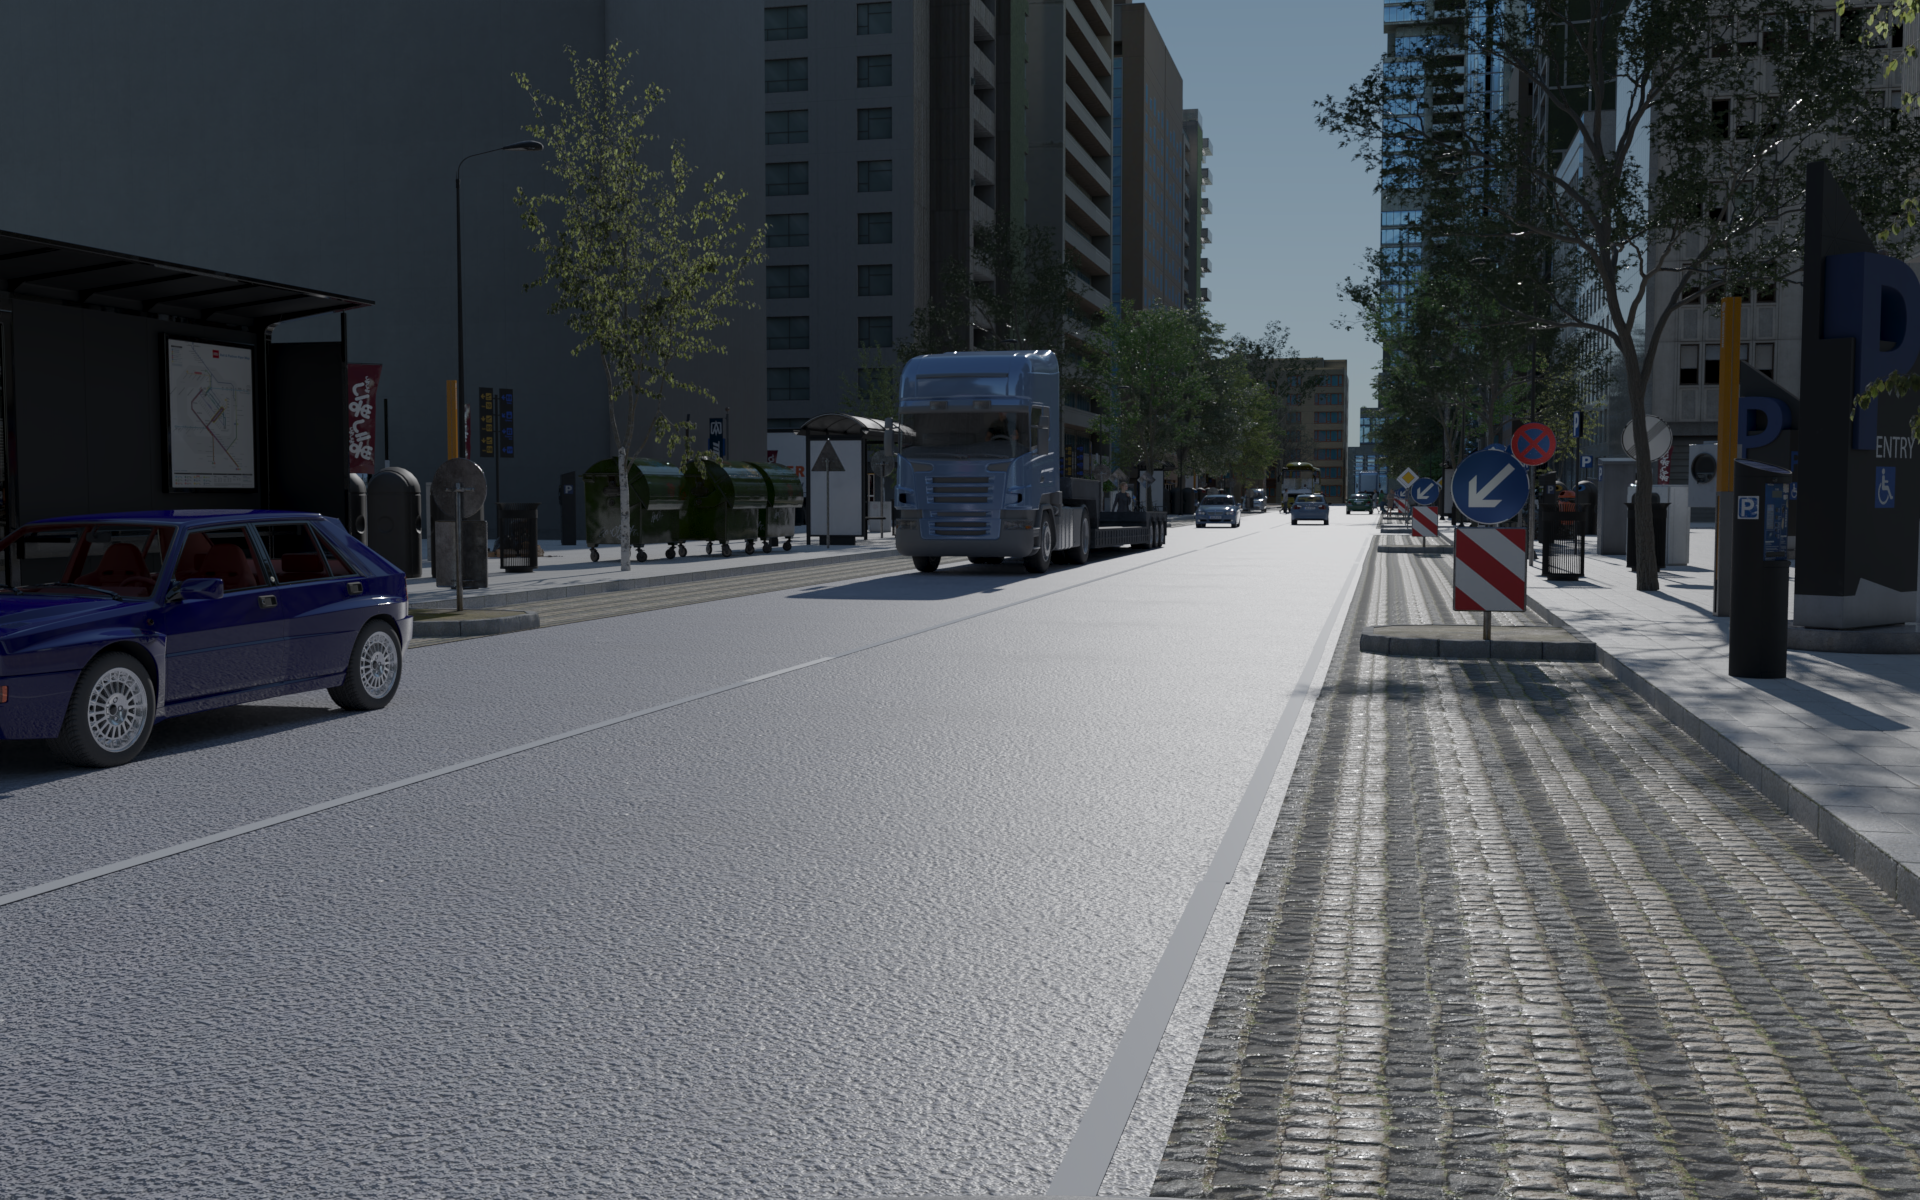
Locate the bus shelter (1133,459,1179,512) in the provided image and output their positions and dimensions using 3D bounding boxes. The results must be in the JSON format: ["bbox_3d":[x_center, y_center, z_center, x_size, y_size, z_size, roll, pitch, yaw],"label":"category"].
[{"bbox_3d":[11.632,-6.654,102.712,2.014,3.302,5.546,1,4,14],"label":"bus shelter"}]

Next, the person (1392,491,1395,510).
[{"bbox_3d":[38.112,-8.741,152.349,0.436,1.711,0.756,1,4,19],"label":"person"}]

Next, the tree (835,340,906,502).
[{"bbox_3d":[-3.777,-8.049,81.963,4.737,8.622,4.395,0,3,0],"label":"tree"}]

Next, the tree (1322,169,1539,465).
[{"bbox_3d":[28.524,-15.143,103.479,12.611,20.169,13.585,0,3,0],"label":"tree"}]

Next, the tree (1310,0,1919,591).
[{"bbox_3d":[9.184,-5.423,23.073,8.767,10.594,7.601,0,4,1],"label":"tree"}]

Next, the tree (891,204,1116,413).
[{"bbox_3d":[1.329,-7.488,56.836,8.767,10.594,7.601,2,4,27],"label":"tree"}]

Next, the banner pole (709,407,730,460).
[{"bbox_3d":[-6.894,-3.670,50.015,0.863,3.779,0.401,2,4,26],"label":"banner pole"}]

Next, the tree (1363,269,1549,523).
[{"bbox_3d":[22.231,-9.282,77.510,9.928,11.665,9.643,0,3,0],"label":"tree"}]

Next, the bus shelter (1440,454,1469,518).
[{"bbox_3d":[26.063,-5.887,90.176,2.014,3.302,5.546,1,4,14],"label":"bus shelter"}]

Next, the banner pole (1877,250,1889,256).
[{"bbox_3d":[9.357,-1.715,18.058,0.401,3.779,0.863,-1,4,-20],"label":"banner pole"}]

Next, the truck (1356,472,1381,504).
[{"bbox_3d":[48.482,-13.204,205.636,2.967,4.110,18.799,1,4,13],"label":"truck"}]

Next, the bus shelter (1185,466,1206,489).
[{"bbox_3d":[16.989,-8.136,126.952,2.014,3.302,5.546,1,4,14],"label":"bus shelter"}]

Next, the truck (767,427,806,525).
[{"bbox_3d":[-9.937,-5.264,74.972,11.283,4.237,2.839,1,4,16],"label":"truck"}]

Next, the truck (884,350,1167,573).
[{"bbox_3d":[2.148,-2.969,38.310,2.967,4.110,18.799,1,4,14],"label":"truck"}]

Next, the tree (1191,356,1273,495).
[{"bbox_3d":[22.036,-13.760,143.103,7.486,12.596,7.792,0,3,0],"label":"tree"}]

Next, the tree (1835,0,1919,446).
[{"bbox_3d":[6.393,-3.598,9.194,4.360,8.622,3.978,0,3,0],"label":"tree"}]

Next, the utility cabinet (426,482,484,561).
[{"bbox_3d":[-9.477,-1.460,32.552,1.173,1.500,0.318,2,4,28],"label":"utility cabinet"}]

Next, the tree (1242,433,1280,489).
[{"bbox_3d":[28.551,-13.170,165.690,4.360,8.622,3.978,0,3,0],"label":"tree"}]

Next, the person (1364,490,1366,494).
[{"bbox_3d":[40.056,-9.943,171.054,0.705,1.826,1.348,-1,4,-18],"label":"person"}]

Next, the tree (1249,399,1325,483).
[{"bbox_3d":[40.203,-18.706,216.205,12.009,13.543,11.850,0,3,0],"label":"tree"}]

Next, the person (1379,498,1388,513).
[{"bbox_3d":[31.223,-6.965,127.884,0.738,1.151,1.012,-3,5,-43],"label":"person"}]

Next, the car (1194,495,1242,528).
[{"bbox_3d":[11.195,-3.851,74.966,2.014,1.417,4.499,1,4,12],"label":"car"}]

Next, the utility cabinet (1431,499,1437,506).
[{"bbox_3d":[38.035,-7.864,139.736,1.020,1.237,0.306,1,4,22],"label":"utility cabinet"}]

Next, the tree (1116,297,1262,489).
[{"bbox_3d":[14.515,-12.558,111.985,9.857,13.997,8.962,0,3,0],"label":"tree"}]

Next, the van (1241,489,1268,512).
[{"bbox_3d":[22.769,-7.752,133.763,2.013,2.044,4.112,1,4,14],"label":"van"}]

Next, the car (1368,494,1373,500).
[{"bbox_3d":[42.735,-10.546,182.216,2.009,1.686,4.222,1,4,16],"label":"car"}]

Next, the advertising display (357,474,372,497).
[{"bbox_3d":[-15.438,-2.422,44.811,0.123,1.923,0.974,-3,5,-40],"label":"advertising display"}]

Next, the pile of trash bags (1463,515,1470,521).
[{"bbox_3d":[23.991,-4.307,80.168,1.912,1.369,3.447,0,3,0],"label":"pile of trash bags"}]

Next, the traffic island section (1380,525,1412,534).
[{"bbox_3d":[16.594,-2.559,64.128,2.009,0.180,2.903,1,4,14],"label":"traffic island section"}]

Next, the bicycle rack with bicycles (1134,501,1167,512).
[{"bbox_3d":[10.086,-4.991,94.980,2.852,0.926,2.925,-1,4,-21],"label":"bicycle rack with bicycles"}]

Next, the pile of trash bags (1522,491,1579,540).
[{"bbox_3d":[16.510,-2.379,48.647,1.912,1.369,3.447,0,4,-4],"label":"pile of trash bags"}]

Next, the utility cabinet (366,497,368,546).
[{"bbox_3d":[-13.621,-1.787,40.379,1.020,1.237,0.306,-2,4,-24],"label":"utility cabinet"}]

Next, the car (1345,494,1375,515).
[{"bbox_3d":[28.287,-6.774,122.560,2.131,1.459,4.920,1,4,14],"label":"car"}]

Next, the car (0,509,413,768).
[{"bbox_3d":[-4.976,0.132,10.427,1.945,1.354,3.894,1,4,13],"label":"car"}]

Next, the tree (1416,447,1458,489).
[{"bbox_3d":[33.620,-8.416,121.311,4.285,4.588,4.351,0,3,0],"label":"tree"}]

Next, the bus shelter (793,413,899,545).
[{"bbox_3d":[-2.539,-3.175,45.831,2.014,3.302,5.546,1,4,14],"label":"bus shelter"}]

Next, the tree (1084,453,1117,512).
[{"bbox_3d":[6.911,-5.376,82.497,1.663,3.219,1.824,0,3,0],"label":"tree"}]

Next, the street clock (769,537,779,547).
[{"bbox_3d":[-4.547,-2.301,42.184,0.471,2.002,0.358,-2,4,-30],"label":"street clock"}]

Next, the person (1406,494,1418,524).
[{"bbox_3d":[21.447,-4.467,81.886,0.721,1.781,0.623,-2,4,-30],"label":"person"}]

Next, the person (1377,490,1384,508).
[{"bbox_3d":[33.981,-8.003,139.603,0.600,1.795,0.529,-1,4,-18],"label":"person"}]

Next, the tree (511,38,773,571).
[{"bbox_3d":[-5.459,-4.779,28.499,4.360,8.622,3.978,0,3,0],"label":"tree"}]

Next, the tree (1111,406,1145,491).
[{"bbox_3d":[13.493,-11.729,142.126,4.737,8.622,4.395,0,3,0],"label":"tree"}]

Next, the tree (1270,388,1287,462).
[{"bbox_3d":[25.448,-14.068,155.774,9.928,11.665,9.643,0,3,0],"label":"tree"}]

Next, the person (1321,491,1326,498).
[{"bbox_3d":[37.314,-10.343,178.061,0.683,1.767,0.568,1,4,10],"label":"person"}]

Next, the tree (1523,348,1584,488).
[{"bbox_3d":[29.231,-8.194,84.330,4.360,8.622,3.978,0,3,0],"label":"tree"}]

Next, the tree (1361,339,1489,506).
[{"bbox_3d":[35.828,-13.865,133.344,9.857,13.997,8.962,0,3,0],"label":"tree"}]

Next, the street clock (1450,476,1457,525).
[{"bbox_3d":[20.303,-4.072,71.152,0.358,2.002,0.471,2,4,25],"label":"street clock"}]

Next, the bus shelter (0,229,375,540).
[{"bbox_3d":[-8.674,-1.657,18.374,1.731,3.624,6.357,1,4,14],"label":"bus shelter"}]

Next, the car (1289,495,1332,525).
[{"bbox_3d":[16.561,-4.272,81.848,2.014,1.417,4.499,1,4,13],"label":"car"}]

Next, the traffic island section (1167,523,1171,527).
[{"bbox_3d":[7.982,-3.192,74.474,2.009,0.180,2.903,1,4,14],"label":"traffic island section"}]

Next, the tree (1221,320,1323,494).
[{"bbox_3d":[34.067,-20.221,186.507,12.611,20.169,13.585,0,3,0],"label":"tree"}]

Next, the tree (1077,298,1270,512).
[{"bbox_3d":[10.004,-10.135,91.469,9.928,11.665,9.643,0,3,0],"label":"tree"}]
